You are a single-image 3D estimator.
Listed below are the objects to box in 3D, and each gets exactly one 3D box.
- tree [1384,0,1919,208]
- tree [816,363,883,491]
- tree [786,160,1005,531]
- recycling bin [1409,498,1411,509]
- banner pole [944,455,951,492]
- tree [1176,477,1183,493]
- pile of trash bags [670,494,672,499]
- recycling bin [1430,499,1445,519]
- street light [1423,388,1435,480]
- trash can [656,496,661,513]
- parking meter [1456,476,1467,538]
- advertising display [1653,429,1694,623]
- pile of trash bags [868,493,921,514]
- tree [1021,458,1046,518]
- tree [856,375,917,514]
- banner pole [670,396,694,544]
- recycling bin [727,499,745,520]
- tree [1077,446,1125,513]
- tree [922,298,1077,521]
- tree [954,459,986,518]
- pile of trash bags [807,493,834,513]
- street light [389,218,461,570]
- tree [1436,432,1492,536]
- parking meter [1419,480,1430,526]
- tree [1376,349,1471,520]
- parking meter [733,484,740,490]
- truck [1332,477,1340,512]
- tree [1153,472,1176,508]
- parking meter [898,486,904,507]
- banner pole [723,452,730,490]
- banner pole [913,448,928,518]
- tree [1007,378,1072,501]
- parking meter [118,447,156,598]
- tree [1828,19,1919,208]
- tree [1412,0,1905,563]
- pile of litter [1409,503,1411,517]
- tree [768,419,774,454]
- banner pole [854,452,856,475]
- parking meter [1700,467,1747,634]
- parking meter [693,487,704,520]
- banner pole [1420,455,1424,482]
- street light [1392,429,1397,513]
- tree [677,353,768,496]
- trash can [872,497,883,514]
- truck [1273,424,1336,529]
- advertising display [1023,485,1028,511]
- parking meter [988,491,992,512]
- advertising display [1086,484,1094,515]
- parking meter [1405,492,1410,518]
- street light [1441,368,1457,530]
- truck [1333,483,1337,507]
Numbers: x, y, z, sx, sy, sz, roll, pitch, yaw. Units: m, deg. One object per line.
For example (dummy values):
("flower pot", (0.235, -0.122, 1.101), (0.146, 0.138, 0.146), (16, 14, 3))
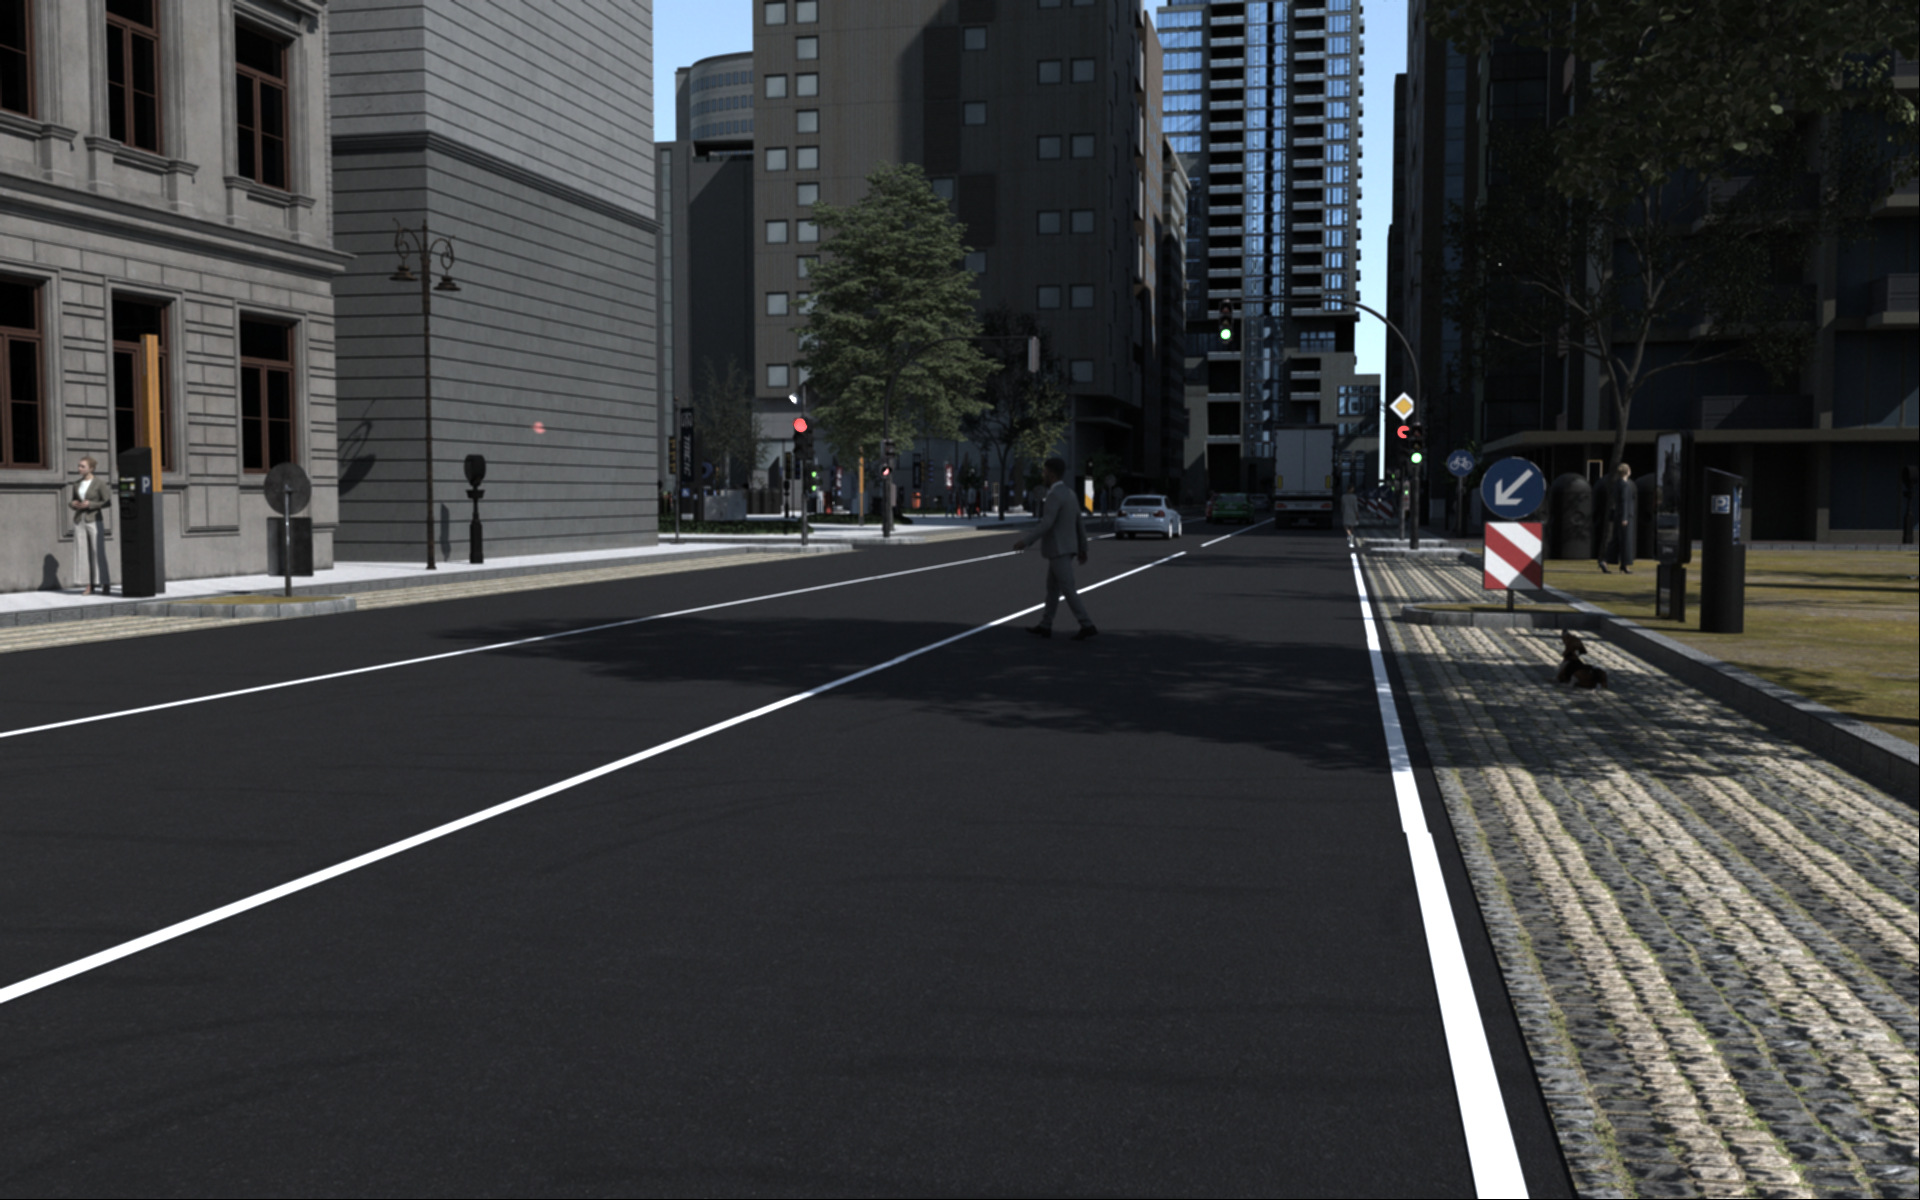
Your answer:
("tree", (5.945, -5.572, 9.224), (7.486, 12.596, 7.792), (0, 3, 0))
("tree", (-5.292, -8.511, 89.519), (4.360, 8.622, 3.978), (0, 3, 0))
("tree", (-2.249, -8.625, 59.143), (7.486, 12.596, 7.792), (0, 3, 0))
("recycling bin", (26.367, -5.483, 102.204), (0.722, 1.027, 0.722), (1, 4, 15))
("banner pole", (-0.784, -7.379, 110.661), (0.401, 3.779, 0.863), (-3, 4, -36))
("tree", (20.321, -10.349, 163.801), (1.663, 3.219, 1.824), (0, 3, 0))
("pile of trash bags", (-23.367, -7.369, 130.239), (3.447, 1.369, 1.912), (-1, 4, -23))
("recycling bin", (24.215, -4.621, 88.099), (0.722, 1.027, 0.722), (0, 4, -2))
("street light", (20.463, -6.299, 75.769), (0.468, 5.910, 1.993), (1, 4, 12))
("trash can", (-17.876, -5.609, 103.361), (0.748, 1.137, 0.748), (0, 3, 0))
("parking meter", (14.654, -2.746, 50.612), (0.255, 1.863, 0.399), (0, 4, 8))
("advertising display", (7.273, -0.763, 17.687), (0.123, 1.923, 0.974), (0, 4, 7))
("pile of trash bags", (-3.812, -5.645, 102.053), (3.447, 1.369, 1.912), (2, 4, 28))
("tree", (3.958, -6.006, 92.797), (1.663, 3.219, 1.824), (0, 3, 0))
("tree", (-4.414, -9.001, 97.521), (4.737, 8.622, 4.395), (0, 3, 0))
("banner pole", (-7.084, -3.320, 44.303), (0.863, 3.779, 0.401), (3, 4, 36))
("recycling bin", (-8.584, -3.227, 65.311), (0.722, 1.027, 0.722), (-1, 4, -8))
("tree", (9.628, -8.239, 118.418), (4.285, 4.588, 4.351), (0, 3, 0))
("tree", (1.879, -9.114, 83.419), (8.767, 10.594, 7.601), (1, 4, 18))
("tree", (0.649, -6.094, 94.243), (1.663, 3.219, 1.824), (0, 3, 0))
("pile of trash bags", (-9.392, -6.551, 116.861), (1.912, 1.369, 3.447), (-1, 4, -20))
("street light", (-8.999, -3.456, 29.296), (0.468, 5.910, 1.993), (1, 4, 12))
("tree", (15.617, -3.619, 53.769), (1.663, 3.219, 1.824), (0, 3, 0))
("parking meter", (18.960, -3.979, 70.760), (0.255, 1.863, 0.399), (-2, 4, -24))
("tree", (23.336, -8.346, 86.815), (4.360, 8.622, 3.978), (0, 3, 0))
("parking meter", (-13.199, -5.911, 102.349), (0.255, 1.863, 0.399), (-3, 5, -43))
("truck", (29.340, -8.929, 141.921), (3.469, 3.379, 9.791), (1, 4, 12))
("tree", (18.115, -9.821, 155.174), (1.663, 3.219, 1.824), (0, 3, 0))
("parking meter", (-4.349, -7.464, 127.739), (0.399, 1.863, 0.255), (-1, 4, -16))
("banner pole", (-12.892, -6.456, 95.579), (0.401, 3.779, 0.863), (-2, 4, -35))
("banner pole", (-2.188, -6.382, 94.359), (0.863, 3.779, 0.401), (-1, 4, -18))
("tree", (4.996, -9.639, 107.959), (4.737, 8.622, 4.395), (0, 3, 0))
("parking meter", (-10.210, -0.964, 21.474), (0.255, 1.863, 0.399), (0, 4, 4))
("tree", (11.322, -4.136, 17.994), (4.737, 8.622, 4.395), (0, 3, 0))
("tree", (12.040, -5.927, 31.320), (8.767, 10.594, 7.601), (-1, 4, -23))
("pile of litter", (26.045, -5.180, 98.661), (1.719, 0.858, 1.176), (-1, 4, -16))
("tree", (-15.555, -10.860, 127.918), (4.360, 8.622, 3.978), (0, 3, 0))
("banner pole", (-5.660, -6.338, 93.646), (0.401, 3.779, 0.863), (0, 4, -1))
("parking meter", (7.071, -0.467, 16.039), (0.372, 1.533, 0.369), (0, 3, 0))
("parking meter", (-8.827, -3.063, 58.498), (0.372, 1.533, 0.369), (0, 3, 0))
("banner pole", (28.983, -7.259, 108.701), (0.401, 3.779, 0.863), (2, 4, 30))
("street light", (30.277, -9.024, 120.329), (0.468, 5.910, 1.993), (1, 4, 12))
("tree", (-12.407, -8.530, 89.823), (4.360, 8.622, 3.978), (0, 3, 0))
("trash can", (-4.390, -4.992, 93.276), (0.748, 1.137, 0.748), (0, 3, 0))
("truck", (14.805, -5.234, 74.493), (2.839, 4.237, 11.283), (1, 4, 11))
("advertising display", (4.299, -6.995, 119.581), (0.123, 1.923, 0.974), (-3, 5, -45))
("parking meter", (2.250, -7.208, 126.257), (0.372, 1.533, 0.369), (0, 3, 0))
("advertising display", (7.943, -6.160, 105.930), (0.123, 1.923, 0.974), (2, 4, 30))
("parking meter", (24.365, -5.272, 94.602), (0.372, 1.533, 0.369), (0, 3, 0))
("street light", (17.200, -5.397, 61.025), (0.468, 5.910, 1.993), (1, 4, 12))
("truck", (40.222, -12.424, 192.040), (2.839, 4.237, 11.283), (1, 4, 14))
